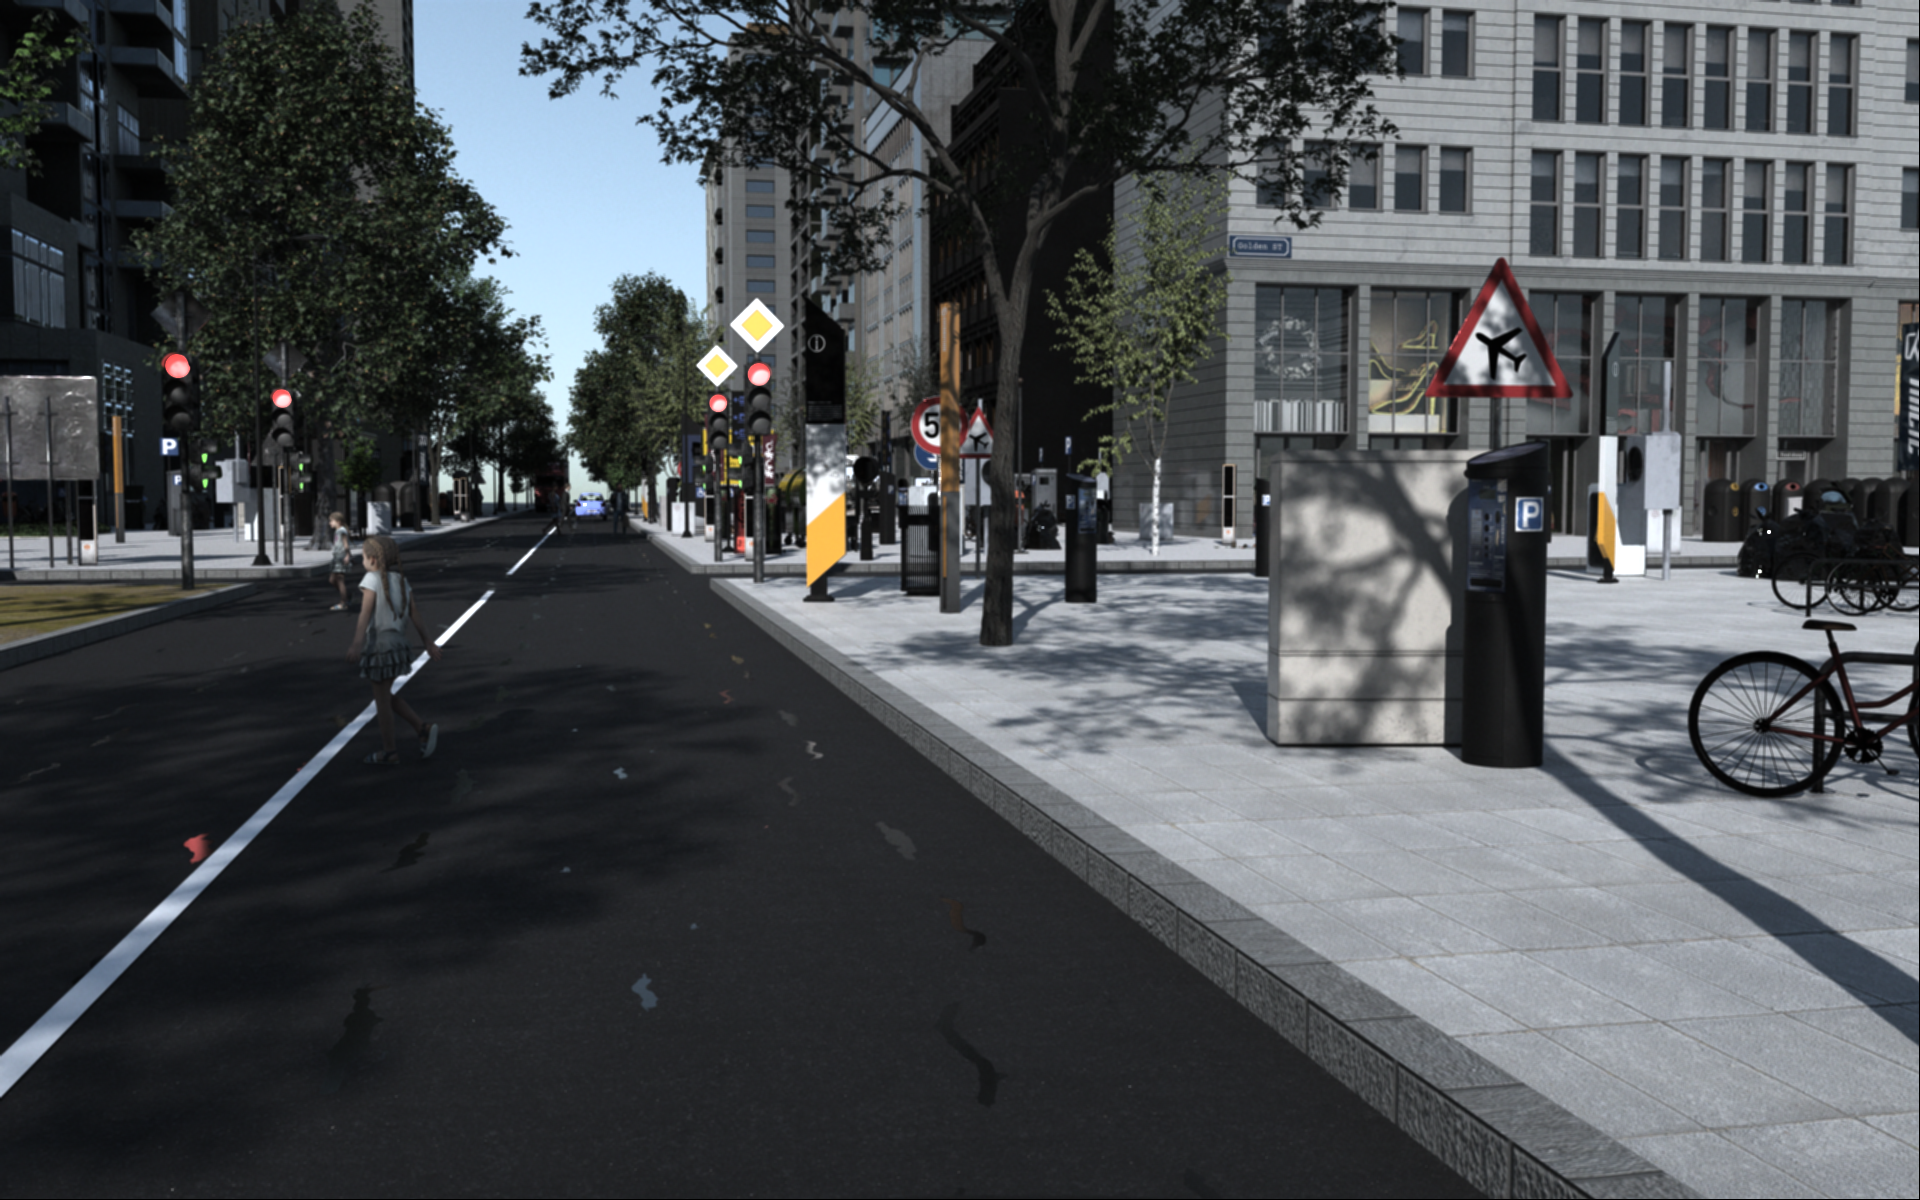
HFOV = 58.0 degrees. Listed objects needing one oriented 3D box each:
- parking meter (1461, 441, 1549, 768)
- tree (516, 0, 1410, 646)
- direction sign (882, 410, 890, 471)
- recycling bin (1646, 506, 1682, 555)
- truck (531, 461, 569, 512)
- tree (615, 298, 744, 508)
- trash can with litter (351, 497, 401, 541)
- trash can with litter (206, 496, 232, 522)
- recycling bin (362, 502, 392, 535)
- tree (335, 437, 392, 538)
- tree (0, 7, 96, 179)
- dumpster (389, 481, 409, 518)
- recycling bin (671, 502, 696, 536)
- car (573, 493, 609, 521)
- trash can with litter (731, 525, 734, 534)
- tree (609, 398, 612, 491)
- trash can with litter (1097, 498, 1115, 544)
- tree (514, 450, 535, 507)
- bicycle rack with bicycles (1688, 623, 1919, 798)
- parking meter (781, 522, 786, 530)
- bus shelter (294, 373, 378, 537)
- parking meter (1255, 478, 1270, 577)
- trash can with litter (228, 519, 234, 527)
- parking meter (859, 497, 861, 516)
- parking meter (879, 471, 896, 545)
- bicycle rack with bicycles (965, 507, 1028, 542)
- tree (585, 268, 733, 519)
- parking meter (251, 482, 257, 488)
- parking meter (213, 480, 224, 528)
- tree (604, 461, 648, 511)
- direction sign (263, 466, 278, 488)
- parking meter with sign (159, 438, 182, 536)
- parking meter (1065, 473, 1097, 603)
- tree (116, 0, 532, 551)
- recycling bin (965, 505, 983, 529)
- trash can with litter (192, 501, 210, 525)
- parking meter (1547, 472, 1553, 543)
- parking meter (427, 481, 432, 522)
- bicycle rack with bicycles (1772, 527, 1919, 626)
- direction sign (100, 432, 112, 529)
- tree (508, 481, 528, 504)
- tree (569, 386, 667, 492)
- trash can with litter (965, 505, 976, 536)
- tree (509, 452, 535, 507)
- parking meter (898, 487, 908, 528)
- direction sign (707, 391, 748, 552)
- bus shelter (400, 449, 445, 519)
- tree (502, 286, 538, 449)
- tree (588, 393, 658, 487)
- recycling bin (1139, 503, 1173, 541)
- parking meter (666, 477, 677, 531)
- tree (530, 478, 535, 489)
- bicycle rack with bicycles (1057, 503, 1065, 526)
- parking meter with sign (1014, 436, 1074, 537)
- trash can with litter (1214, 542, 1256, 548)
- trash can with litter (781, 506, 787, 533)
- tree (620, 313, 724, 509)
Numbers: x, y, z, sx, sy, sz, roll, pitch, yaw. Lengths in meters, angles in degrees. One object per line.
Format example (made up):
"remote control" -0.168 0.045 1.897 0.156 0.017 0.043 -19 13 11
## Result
"parking meter" 2.590 0.011 8.233 0.372 1.533 0.369 0 3 0
"tree" 0.261 -4.871 14.060 8.767 10.594 7.601 0 4 4
"direction sign" -2.019 -3.378 47.233 0.379 3.537 0.876 1 4 11
"recycling bin" 14.961 -1.497 37.027 0.722 1.027 0.722 1 4 9
"truck" -33.071 -9.261 140.336 2.839 4.237 11.283 -1 4 -11
"tree" -10.224 -6.952 64.027 4.737 8.622 4.395 0 3 0
"trash can with litter" -16.663 -2.281 48.355 1.678 1.210 2.233 -2 4 -31
"trash can with litter" -34.723 -4.234 80.288 1.678 1.210 2.233 -2 4 -25
"recycling bin" -18.297 -2.551 54.266 0.722 1.027 0.722 -3 5 -43
"tree" -17.817 -3.475 51.418 1.663 3.219 1.824 0 3 0
"tree" -9.826 -5.349 13.212 9.928 11.665 9.643 0 3 0
"dumpster" -24.894 -4.366 77.148 1.264 1.857 1.865 -1 4 -12
"recycling bin" -8.514 -2.495 53.344 0.722 1.027 0.722 -1 4 -9
"car" -20.272 -5.238 95.229 1.945 1.707 3.694 -1 4 -12
"trash can with litter" -7.687 -2.720 55.853 1.055 1.170 0.624 0 4 -5
"tree" -18.490 -9.204 100.850 4.737 8.622 4.395 0 3 0
"trash can with litter" 3.614 -2.032 44.618 0.624 1.170 1.055 1 4 21
"tree" -42.688 -13.542 171.768 4.737 8.622 4.395 0 3 0
"bicycle rack with bicycles" 4.961 0.372 7.305 2.925 0.926 2.852 3 5 42
"parking meter" -6.396 -3.260 61.713 0.372 1.533 0.369 0 3 0
"bus shelter" -20.619 -4.817 56.396 2.179 5.291 8.768 -1 4 -12
"parking meter" 4.774 -1.128 26.850 0.372 1.533 0.369 0 3 0
"trash can with litter" -28.087 -3.454 67.860 0.624 1.170 1.055 2 4 29
"parking meter" -6.030 -5.712 101.801 0.372 1.533 0.369 0 3 0
"parking meter" -1.837 -2.340 43.962 0.255 1.863 0.399 3 5 42
"bicycle rack with bicycles" 0.170 -2.080 47.395 2.925 0.926 2.852 1 4 23
"tree" -15.800 -10.460 88.025 9.611 12.733 9.660 0 3 0
"parking meter" -34.323 -4.790 84.027 0.399 1.863 0.255 1 4 20
"parking meter" -28.134 -3.670 65.723 0.399 1.863 0.255 3 5 42
"tree" -25.851 -9.204 134.206 4.285 4.588 4.351 0 3 0
"direction sign" -33.364 -5.613 83.770 0.876 3.537 0.379 1 4 17
"parking meter with sign" -24.040 -3.475 53.085 0.543 3.016 1.738 -3 4 -36
"parking meter" 1.432 -0.739 20.494 0.372 1.533 0.369 0 3 0
"tree" -14.531 -7.492 39.507 9.611 12.733 9.660 0 3 0
"recycling bin" 0.531 -3.091 63.085 0.722 1.027 0.722 0 4 -1
"trash can with litter" -30.279 -3.489 68.433 0.624 1.170 1.055 2 4 35
"parking meter" 15.327 -2.433 45.494 0.399 1.863 0.255 -2 4 -28
"parking meter" -24.344 -4.526 79.715 0.255 1.863 0.399 0 4 -2
"bicycle rack with bicycles" 10.079 -0.301 18.297 2.925 0.926 2.852 3 5 45
"direction sign" -31.367 -4.375 63.528 0.379 3.537 0.876 -1 4 -12
"tree" -39.969 -9.877 156.093 1.663 3.219 1.824 0 3 0
"tree" -31.293 -15.490 159.916 9.857 13.997 8.962 0 3 0
"trash can with litter" 0.421 -2.589 53.380 1.678 1.210 2.233 -1 4 -18
"tree" -44.410 -13.934 178.188 4.360 8.622 3.978 0 3 0
"parking meter" -2.122 -3.451 64.842 0.372 1.533 0.369 0 3 0
"direction sign" -5.104 -2.820 38.101 0.876 3.537 0.379 0 4 -1
"bus shelter" -27.985 -6.063 90.418 1.731 3.624 6.357 -1 4 -12
"tree" -21.622 -8.892 71.145 9.928 11.665 9.643 0 3 0
"tree" -39.110 -17.085 197.473 7.486 12.596 7.792 0 3 0
"recycling bin" 5.463 -2.179 48.185 0.722 1.027 0.722 -1 4 -21
"parking meter" -10.012 -3.329 60.138 0.255 1.863 0.399 -2 4 -28
"tree" -53.323 -14.582 222.129 4.285 4.588 4.351 0 3 0
"bicycle rack with bicycles" 3.830 -3.406 69.077 2.925 0.926 2.852 -1 4 -18
"parking meter with sign" 2.514 -3.413 52.069 1.738 3.016 0.543 -1 4 -17
"trash can with litter" 7.176 -1.840 41.135 2.233 1.210 1.678 1 4 14
"trash can with litter" -6.352 -2.871 58.001 2.233 1.210 1.678 1 4 10
"tree" -11.722 -7.378 70.993 4.360 8.622 3.978 0 3 0
